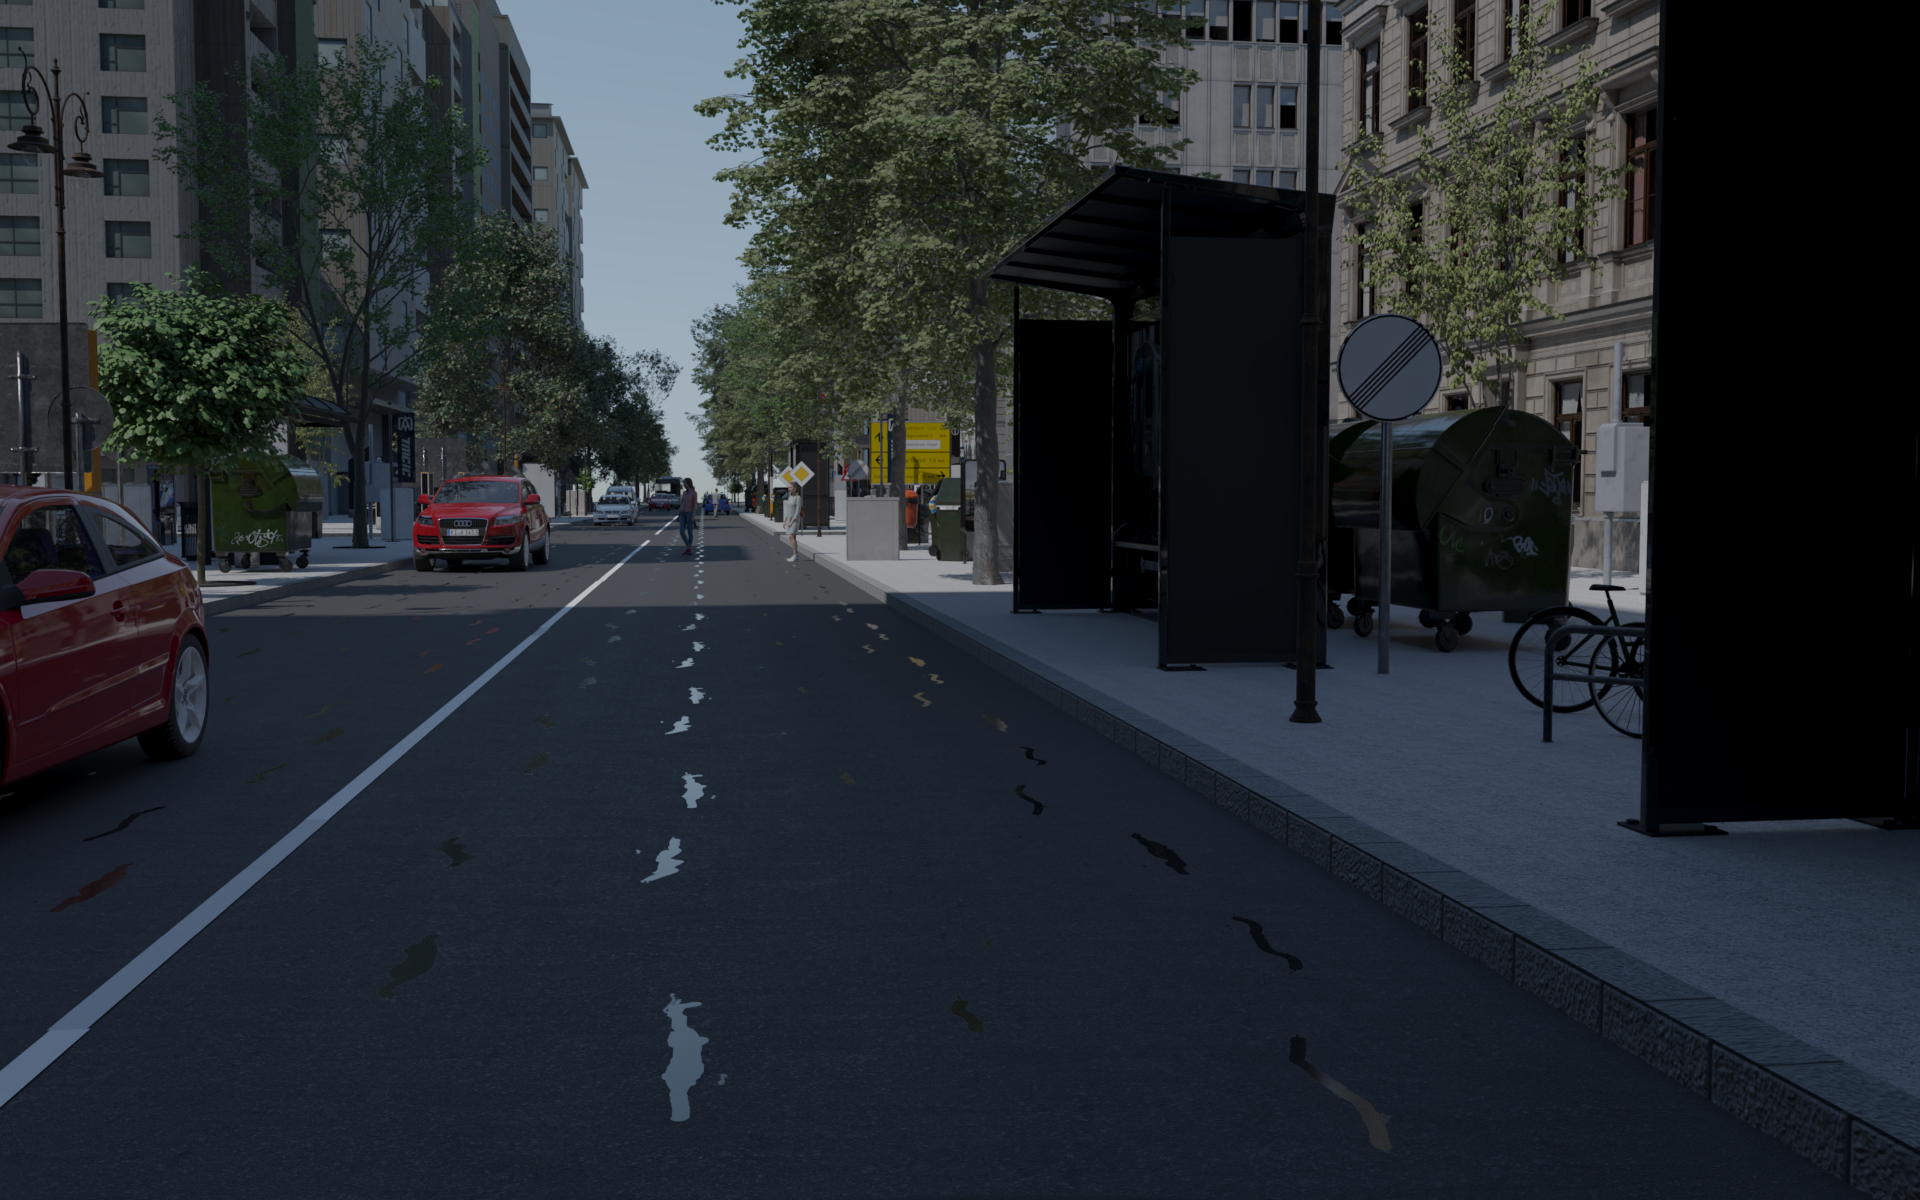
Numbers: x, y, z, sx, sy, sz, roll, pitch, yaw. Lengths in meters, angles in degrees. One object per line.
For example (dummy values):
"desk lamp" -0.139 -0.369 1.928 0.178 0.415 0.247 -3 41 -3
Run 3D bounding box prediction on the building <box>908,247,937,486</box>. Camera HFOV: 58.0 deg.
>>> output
"building" 2.401 -17.786 126.960 11.583 22.565 21.152 -1 4 -8

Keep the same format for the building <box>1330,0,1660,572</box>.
"building" 15.015 -10.329 33.511 10.561 19.102 19.286 -1 4 -8

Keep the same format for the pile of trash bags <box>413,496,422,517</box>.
"pile of trash bags" -29.605 -5.207 94.888 1.912 1.369 3.447 1 4 15

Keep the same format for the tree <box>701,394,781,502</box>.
"tree" -15.255 -11.883 128.697 8.767 10.594 7.601 0 4 -2

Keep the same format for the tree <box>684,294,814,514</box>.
"tree" -12.679 -12.478 110.670 9.857 13.997 8.962 0 3 0

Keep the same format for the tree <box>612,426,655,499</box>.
"tree" -29.742 -12.389 152.917 4.737 8.622 4.395 0 3 0

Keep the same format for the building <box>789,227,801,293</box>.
"building" -16.733 -40.418 284.530 21.300 48.544 21.600 -1 4 -8

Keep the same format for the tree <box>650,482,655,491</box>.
"tree" -49.931 -20.473 285.101 4.360 8.622 3.978 0 3 0

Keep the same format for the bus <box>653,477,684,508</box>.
"bus" -30.009 -11.276 179.214 2.948 3.499 13.247 0 4 -7

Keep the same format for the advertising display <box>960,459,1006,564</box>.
"advertising display" 0.434 -1.639 32.007 0.974 1.923 0.123 -3 4 -36

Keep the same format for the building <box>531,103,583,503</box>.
"building" -67.648 -39.548 235.843 28.713 52.752 27.495 -1 4 -8

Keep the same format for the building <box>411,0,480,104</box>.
"building" -45.832 -27.738 137.105 14.154 41.232 14.086 -1 4 -8

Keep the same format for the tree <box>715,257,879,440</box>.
"tree" -6.967 -9.175 75.759 9.928 11.665 9.643 0 3 0

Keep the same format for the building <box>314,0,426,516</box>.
"building" -49.473 -31.866 110.247 28.713 52.752 27.495 -1 4 -8

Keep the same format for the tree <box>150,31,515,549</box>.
"tree" -14.230 -7.010 40.371 9.928 11.665 9.643 0 3 0

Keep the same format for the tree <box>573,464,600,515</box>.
"tree" -23.317 -6.908 107.547 1.663 3.219 1.824 0 3 0

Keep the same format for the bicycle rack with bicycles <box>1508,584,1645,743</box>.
"bicycle rack with bicycles" 4.258 0.257 9.188 2.925 0.926 2.852 3 5 44

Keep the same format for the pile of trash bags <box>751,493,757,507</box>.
"pile of trash bags" -12.134 -6.366 113.842 3.447 1.369 1.912 -3 4 -36

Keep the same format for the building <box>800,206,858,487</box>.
"building" -17.070 -37.656 265.791 14.600 45.320 14.200 -1 4 -8

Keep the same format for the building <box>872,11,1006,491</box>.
"building" -0.833 -28.591 151.054 14.154 41.232 14.086 -1 4 -8

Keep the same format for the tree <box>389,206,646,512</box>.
"tree" -18.004 -9.310 69.219 9.611 12.733 9.660 0 3 0

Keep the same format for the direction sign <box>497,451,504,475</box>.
"direction sign" -23.326 -5.898 88.434 0.876 3.537 0.379 3 4 38

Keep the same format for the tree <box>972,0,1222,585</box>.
"tree" -0.035 -6.484 24.139 7.486 12.596 7.792 0 3 0

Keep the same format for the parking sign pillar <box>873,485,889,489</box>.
"parking sign pillar" -3.864 -6.233 90.388 1.447 3.967 1.447 -1 4 -12

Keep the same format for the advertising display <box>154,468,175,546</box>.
"advertising display" -19.819 -2.322 43.173 0.123 1.923 0.974 0 4 -4

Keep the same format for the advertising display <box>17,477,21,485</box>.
"advertising display" -25.125 -2.549 46.885 0.974 1.923 0.123 1 4 21

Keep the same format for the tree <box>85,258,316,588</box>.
"tree" -10.680 -2.477 24.205 4.285 4.588 4.351 0 3 0

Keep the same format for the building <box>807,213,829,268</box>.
"building" -15.314 -34.759 251.905 14.154 41.232 14.086 -1 4 -8

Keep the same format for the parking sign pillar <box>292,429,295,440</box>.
"parking sign pillar" -23.063 -4.268 58.257 1.447 3.967 1.447 3 5 42

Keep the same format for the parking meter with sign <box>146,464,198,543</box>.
"parking meter with sign" -20.756 -2.981 45.003 1.738 3.016 0.543 -1 4 -21

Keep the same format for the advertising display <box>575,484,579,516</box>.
"advertising display" -22.536 -5.912 101.882 0.123 1.923 0.974 -1 4 -17

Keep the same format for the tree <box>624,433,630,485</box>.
"tree" -35.905 -16.810 192.969 7.486 12.596 7.792 0 3 0

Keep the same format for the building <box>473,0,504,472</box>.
"building" -47.840 -30.645 151.160 14.600 45.320 14.200 -1 4 -8

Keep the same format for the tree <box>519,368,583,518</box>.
"tree" -21.916 -8.801 94.256 4.737 8.622 4.395 0 3 0

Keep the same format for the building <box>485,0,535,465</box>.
"building" -53.372 -33.309 168.306 21.300 48.544 21.600 -1 4 -8

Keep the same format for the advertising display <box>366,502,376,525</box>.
"advertising display" -24.396 -4.067 71.709 0.974 1.923 0.123 -1 4 -16

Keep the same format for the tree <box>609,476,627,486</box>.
"tree" -31.018 -9.935 157.044 1.663 3.219 1.824 0 3 0

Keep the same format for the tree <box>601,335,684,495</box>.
"tree" -39.695 -21.445 206.514 12.611 20.169 13.585 0 3 0

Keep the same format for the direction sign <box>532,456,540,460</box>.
"direction sign" -19.885 -5.512 82.116 0.379 3.537 0.876 3 5 43

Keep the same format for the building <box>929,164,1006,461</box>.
"building" 5.979 -16.069 104.526 13.314 21.916 24.055 -1 4 -8

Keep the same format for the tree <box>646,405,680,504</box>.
"tree" -26.148 -12.517 121.657 9.611 12.733 9.660 0 3 0

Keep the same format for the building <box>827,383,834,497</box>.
"building" -12.923 -28.542 238.363 14.160 30.474 14.107 -1 4 -8

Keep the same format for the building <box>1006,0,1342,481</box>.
"building" 12.936 -15.981 79.309 19.932 24.808 12.078 -1 4 -8

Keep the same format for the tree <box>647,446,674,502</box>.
"tree" -42.801 -18.598 238.483 7.601 10.594 8.767 0 4 3

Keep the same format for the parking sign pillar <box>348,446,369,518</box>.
"parking sign pillar" -32.494 -6.458 94.063 1.447 3.967 1.447 0 4 1

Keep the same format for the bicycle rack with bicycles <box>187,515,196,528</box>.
"bicycle rack with bicycles" -29.987 -3.165 65.123 2.925 0.926 2.852 -2 4 -34

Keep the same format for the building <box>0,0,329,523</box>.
"building" -37.393 -18.706 77.544 14.160 30.474 14.107 -1 4 -8

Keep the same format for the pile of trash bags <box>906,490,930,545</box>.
"pile of trash bags" -1.647 -2.130 44.582 1.912 1.369 3.447 -1 4 -17

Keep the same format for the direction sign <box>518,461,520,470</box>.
"direction sign" -24.788 -6.428 97.103 0.379 3.537 0.876 1 4 12

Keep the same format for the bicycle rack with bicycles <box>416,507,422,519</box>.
"bicycle rack with bicycles" -26.271 -4.553 87.829 2.852 0.926 2.925 0 4 -2

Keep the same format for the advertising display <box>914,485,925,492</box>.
"advertising display" -2.347 -5.634 97.326 0.123 1.923 0.974 -2 4 -25

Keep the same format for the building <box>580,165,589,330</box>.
"building" -71.429 -41.210 263.026 28.713 52.752 27.495 -1 4 -8

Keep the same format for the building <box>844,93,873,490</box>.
"building" -0.103 -31.703 172.965 22.147 44.769 28.867 -1 4 -8
